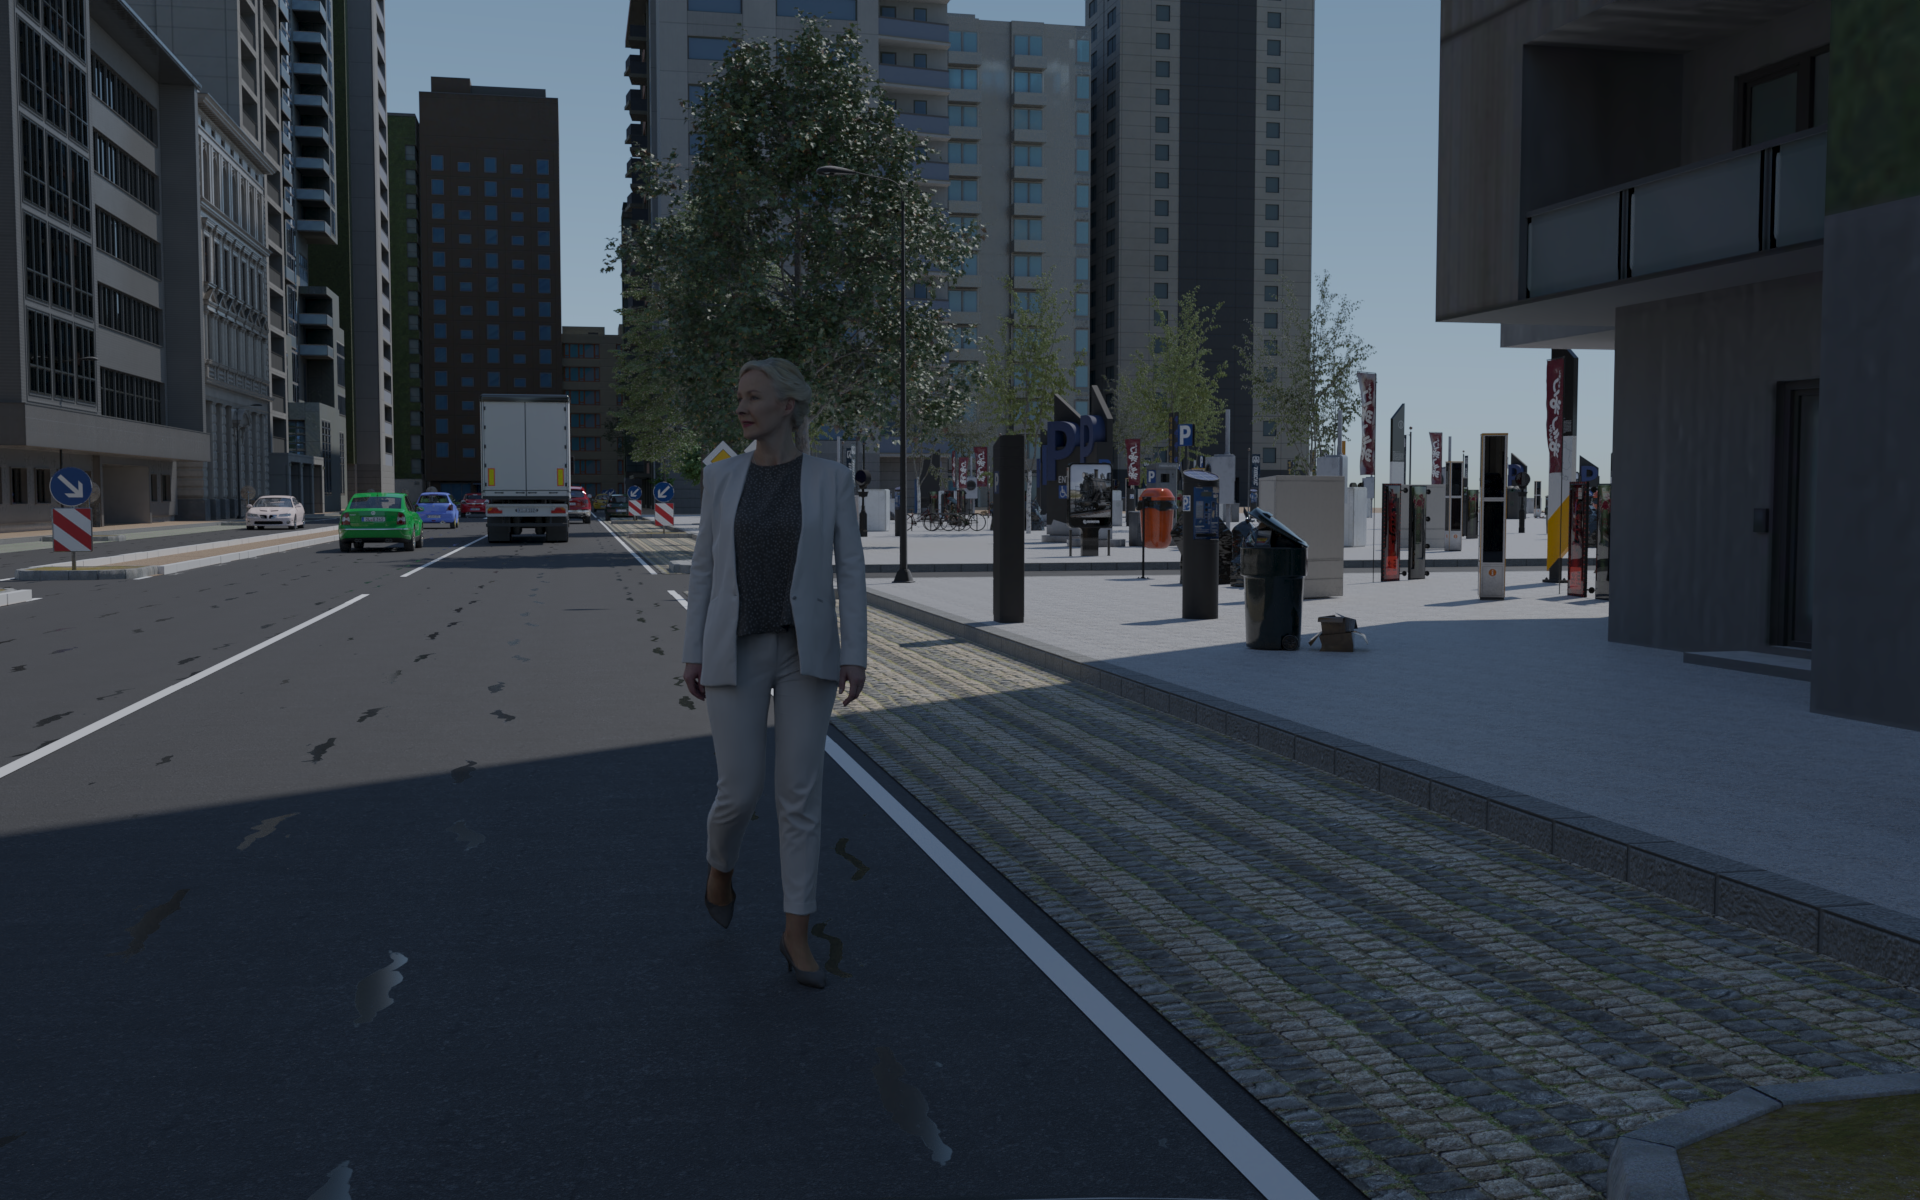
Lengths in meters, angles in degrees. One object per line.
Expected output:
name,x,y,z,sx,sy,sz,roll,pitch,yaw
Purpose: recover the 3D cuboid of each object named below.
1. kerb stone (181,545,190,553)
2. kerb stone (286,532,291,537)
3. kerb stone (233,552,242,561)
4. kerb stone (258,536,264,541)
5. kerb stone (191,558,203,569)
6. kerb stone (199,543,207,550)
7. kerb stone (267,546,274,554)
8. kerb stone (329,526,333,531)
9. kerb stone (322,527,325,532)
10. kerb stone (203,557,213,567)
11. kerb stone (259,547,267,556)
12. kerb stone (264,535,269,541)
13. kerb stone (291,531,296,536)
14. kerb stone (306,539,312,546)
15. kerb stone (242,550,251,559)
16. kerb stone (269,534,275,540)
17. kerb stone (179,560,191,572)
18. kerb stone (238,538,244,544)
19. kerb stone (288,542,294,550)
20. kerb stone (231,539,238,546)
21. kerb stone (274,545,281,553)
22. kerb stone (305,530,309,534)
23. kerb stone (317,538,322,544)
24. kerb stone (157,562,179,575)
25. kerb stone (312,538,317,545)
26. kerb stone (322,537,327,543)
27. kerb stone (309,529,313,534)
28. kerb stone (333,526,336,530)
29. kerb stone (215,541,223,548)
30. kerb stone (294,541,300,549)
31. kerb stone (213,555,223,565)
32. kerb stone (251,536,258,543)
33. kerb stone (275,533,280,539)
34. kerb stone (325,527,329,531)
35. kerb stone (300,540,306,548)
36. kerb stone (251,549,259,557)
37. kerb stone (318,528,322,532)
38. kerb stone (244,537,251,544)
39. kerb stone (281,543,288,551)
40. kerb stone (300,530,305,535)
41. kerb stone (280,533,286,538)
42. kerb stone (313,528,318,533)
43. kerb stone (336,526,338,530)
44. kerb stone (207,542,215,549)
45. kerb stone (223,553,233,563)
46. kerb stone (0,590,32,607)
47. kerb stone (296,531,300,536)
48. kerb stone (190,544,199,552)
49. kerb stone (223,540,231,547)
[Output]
kerb stone,-18.857,-1.204,41.879,0.120,0.150,1.000,-1,4,-13
kerb stone,-22.218,-2.123,56.902,0.120,0.150,1.000,-1,4,-13
kerb stone,-15.688,-0.924,37.304,0.120,0.150,1.000,-1,4,-13
kerb stone,-21.096,-1.817,51.897,0.120,0.150,1.000,-1,4,-13
kerb stone,-14.786,-0.680,33.306,0.120,0.150,1.000,-1,4,-13
kerb stone,-19.297,-1.326,43.875,0.120,0.150,1.000,-1,4,-13
kerb stone,-16.578,-1.170,41.322,0.120,0.150,1.000,-1,4,-13
kerb stone,-24.457,-2.731,66.914,0.120,0.150,1.000,-1,4,-13
kerb stone,-24.018,-2.610,64.910,0.120,0.150,1.000,-1,4,-13
kerb stone,-15.011,-0.736,34.303,0.120,0.150,1.000,-1,4,-13
kerb stone,-16.351,-1.108,40.308,0.120,0.150,1.000,-1,4,-13
kerb stone,-21.320,-1.878,52.895,0.120,0.150,1.000,-1,4,-13
kerb stone,-22.443,-2.184,57.903,0.120,0.150,1.000,-1,4,-13
kerb stone,-17.925,-1.538,47.335,0.120,0.150,1.000,-1,4,-13
kerb stone,-15.904,-0.983,38.313,0.120,0.150,1.000,-1,4,-13
kerb stone,-21.541,-1.933,53.894,0.120,0.150,1.000,-1,4,-13
kerb stone,-14.559,-0.618,32.306,0.120,0.150,1.000,-1,4,-13
kerb stone,-20.435,-1.633,48.901,0.120,0.150,1.000,-1,4,-13
kerb stone,-17.253,-1.353,44.320,0.120,0.150,1.000,-1,4,-13
kerb stone,-20.197,-1.566,47.894,0.120,0.150,1.000,-1,4,-13
kerb stone,-16.805,-1.229,42.325,0.120,0.150,1.000,-1,4,-13
kerb stone,-23.110,-2.360,60.907,0.120,0.150,1.000,-1,4,-13
kerb stone,-18.371,-1.660,49.342,0.120,0.150,1.000,-1,4,-13
kerb stone,-14.329,-0.557,31.297,0.120,0.150,1.000,-1,4,-13
kerb stone,-18.149,-1.599,48.341,0.120,0.150,1.000,-1,4,-13
kerb stone,-18.597,-1.722,50.348,0.120,0.150,1.000,-1,4,-13
kerb stone,-23.343,-2.422,61.904,0.120,0.150,1.000,-1,4,-13
kerb stone,-24.688,-2.796,67.910,0.120,0.150,1.000,-1,4,-13
kerb stone,-19.750,-1.449,45.890,0.120,0.150,1.000,-1,4,-13
kerb stone,-17.479,-1.415,45.328,0.120,0.150,1.000,-1,4,-13
kerb stone,-15.237,-0.799,35.300,0.120,0.150,1.000,-1,4,-13
kerb stone,-20.869,-1.756,50.899,0.120,0.150,1.000,-1,4,-13
kerb stone,-21.775,-2.001,54.906,0.120,0.150,1.000,-1,4,-13
kerb stone,-24.237,-2.674,65.913,0.120,0.150,1.000,-1,4,-13
kerb stone,-17.699,-1.476,46.326,0.120,0.150,1.000,-1,4,-13
kerb stone,-16.122,-1.047,39.311,0.120,0.150,1.000,-1,4,-13
kerb stone,-23.785,-2.544,63.913,0.120,0.150,1.000,-1,4,-13
kerb stone,-20.651,-1.690,49.901,0.120,0.150,1.000,-1,4,-13
kerb stone,-17.020,-1.292,43.325,0.120,0.150,1.000,-1,4,-13
kerb stone,-22.884,-2.305,59.901,0.120,0.150,1.000,-1,4,-13
kerb stone,-21.989,-2.062,55.905,0.120,0.150,1.000,-1,4,-13
kerb stone,-23.561,-2.490,62.915,0.120,0.150,1.000,-1,4,-13
kerb stone,-24.897,-2.857,68.911,0.120,0.150,1.000,-1,4,-13
kerb stone,-19.526,-1.387,44.878,0.120,0.150,1.000,-1,4,-13
kerb stone,-15.451,-0.862,36.300,0.120,0.150,1.000,-1,4,-13
kerb stone,-12.423,-0.033,22.772,0.120,0.150,1.000,-1,4,-13
kerb stone,-22.667,-2.244,58.901,0.120,0.150,1.000,-1,4,-13
kerb stone,-19.082,-1.265,42.876,0.120,0.150,1.000,-1,4,-13
kerb stone,-19.975,-1.510,46.887,0.120,0.150,1.000,-1,4,-13
